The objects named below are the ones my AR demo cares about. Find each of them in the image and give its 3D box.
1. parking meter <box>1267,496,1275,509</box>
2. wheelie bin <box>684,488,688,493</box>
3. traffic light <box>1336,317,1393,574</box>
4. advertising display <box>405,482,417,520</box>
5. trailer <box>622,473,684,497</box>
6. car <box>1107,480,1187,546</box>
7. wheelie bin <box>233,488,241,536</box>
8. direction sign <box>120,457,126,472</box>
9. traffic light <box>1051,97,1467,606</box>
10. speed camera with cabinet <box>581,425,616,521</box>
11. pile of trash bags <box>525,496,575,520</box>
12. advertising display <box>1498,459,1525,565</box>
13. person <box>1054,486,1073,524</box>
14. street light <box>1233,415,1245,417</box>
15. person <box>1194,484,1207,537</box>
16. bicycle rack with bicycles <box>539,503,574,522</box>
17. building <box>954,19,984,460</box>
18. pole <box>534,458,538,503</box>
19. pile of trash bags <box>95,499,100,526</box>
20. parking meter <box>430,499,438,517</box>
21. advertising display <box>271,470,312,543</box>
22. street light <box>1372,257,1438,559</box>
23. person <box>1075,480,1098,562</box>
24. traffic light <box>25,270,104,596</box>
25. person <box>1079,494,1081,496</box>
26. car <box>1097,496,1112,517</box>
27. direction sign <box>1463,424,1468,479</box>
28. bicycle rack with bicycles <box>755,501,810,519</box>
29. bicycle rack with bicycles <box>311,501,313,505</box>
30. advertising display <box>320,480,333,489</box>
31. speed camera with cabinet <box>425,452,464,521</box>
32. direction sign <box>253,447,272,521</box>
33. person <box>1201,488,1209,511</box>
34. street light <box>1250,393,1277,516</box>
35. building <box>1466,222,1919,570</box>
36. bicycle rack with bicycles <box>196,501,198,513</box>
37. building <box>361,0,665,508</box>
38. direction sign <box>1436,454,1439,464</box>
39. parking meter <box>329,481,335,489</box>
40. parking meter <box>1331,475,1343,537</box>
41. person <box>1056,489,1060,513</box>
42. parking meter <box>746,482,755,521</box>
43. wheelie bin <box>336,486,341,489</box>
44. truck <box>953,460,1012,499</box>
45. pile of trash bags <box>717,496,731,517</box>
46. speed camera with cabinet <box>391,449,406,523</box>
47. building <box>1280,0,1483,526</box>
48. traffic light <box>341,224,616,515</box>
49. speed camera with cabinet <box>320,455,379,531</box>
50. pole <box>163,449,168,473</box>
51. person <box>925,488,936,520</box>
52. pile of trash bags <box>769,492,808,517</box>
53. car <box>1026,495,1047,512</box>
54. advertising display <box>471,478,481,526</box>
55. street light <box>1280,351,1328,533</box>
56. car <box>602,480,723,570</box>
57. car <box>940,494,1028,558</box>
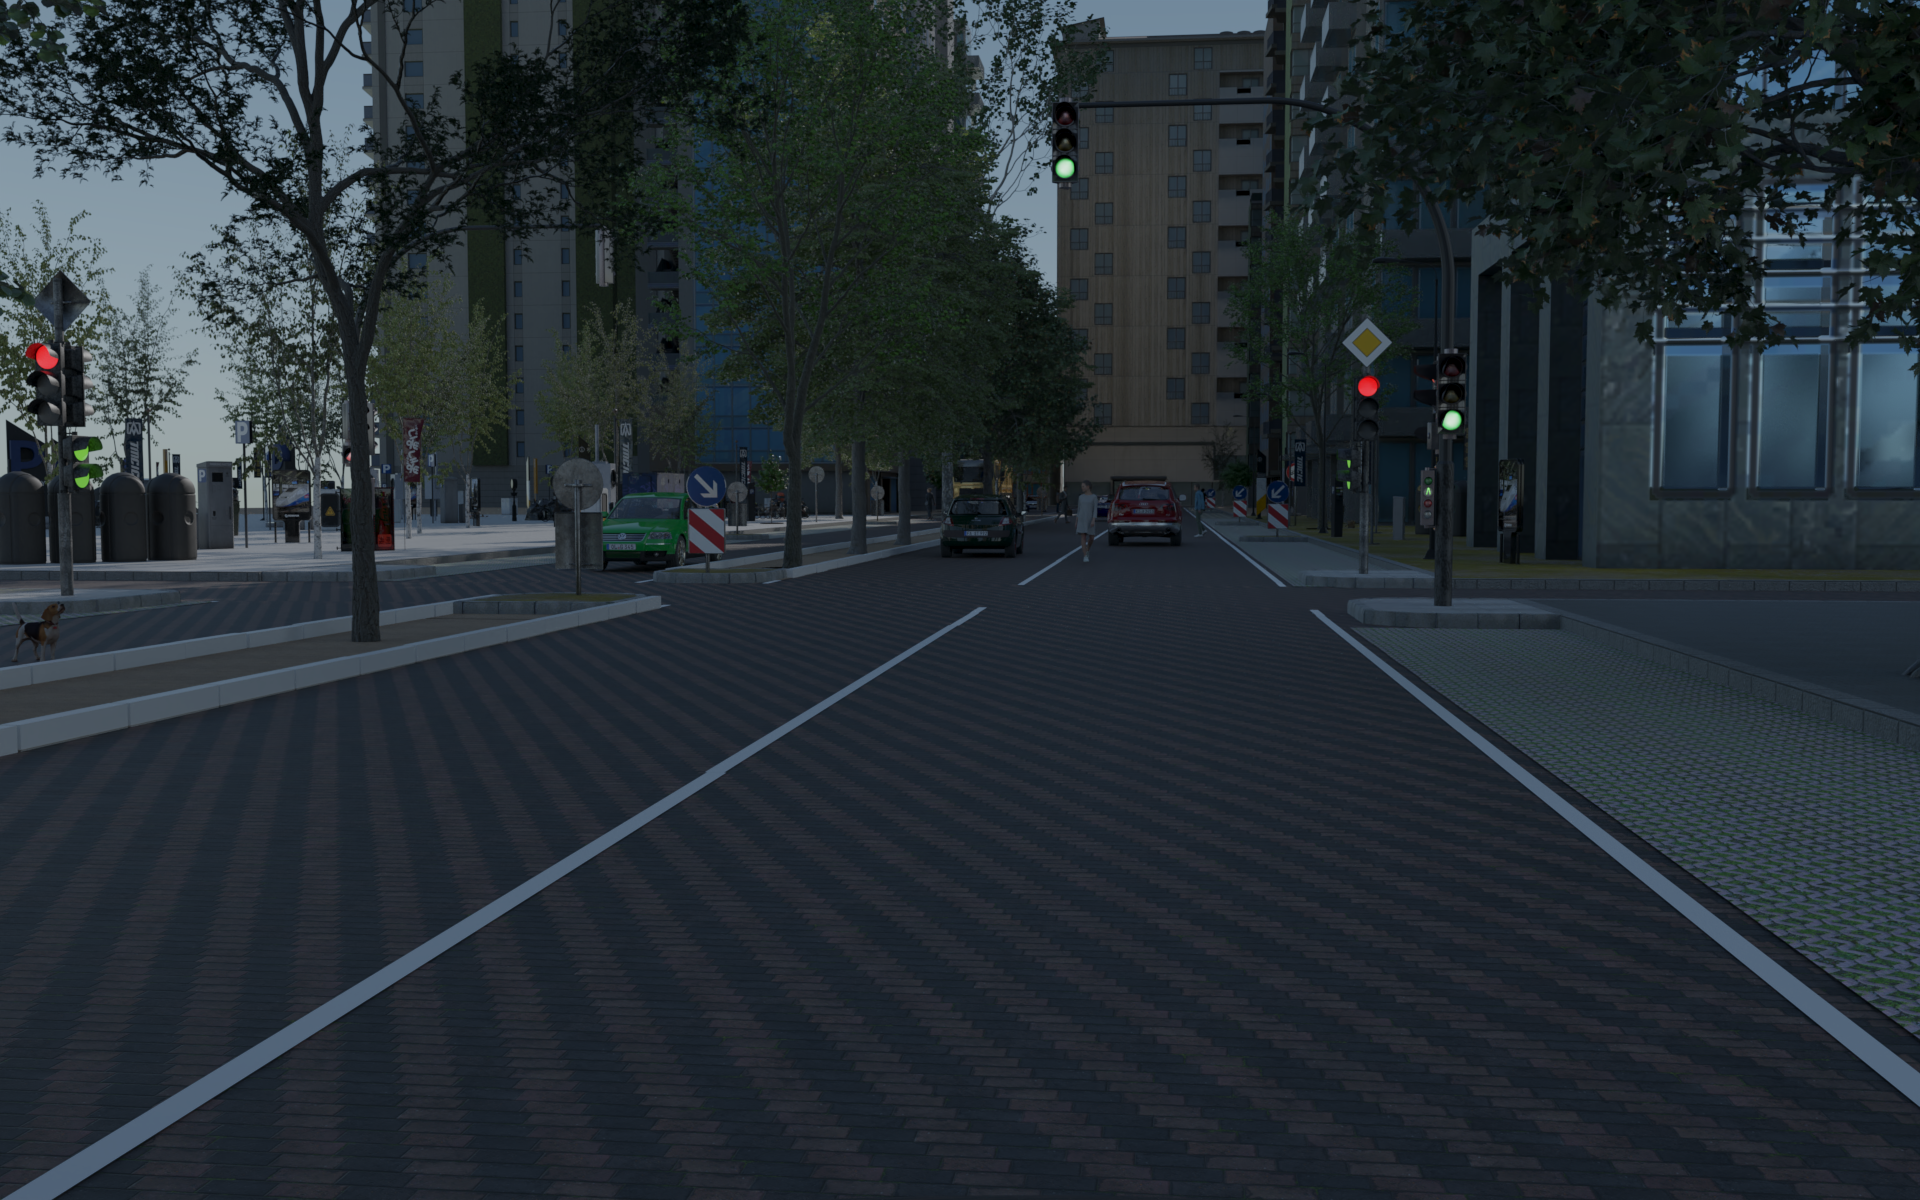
[{"bbox_3d":[15.156,-4.644,84.332,0.372,1.533,0.369,0,3,0],"label":"parking meter"},{"bbox_3d":[-13.877,-4.796,86.329,0.980,1.594,0.693,2,4,27],"label":"wheelie bin"},{"bbox_3d":[6.468,-2.374,27.730,0.839,4.253,0.868,0,4,7],"label":"traffic light"},{"bbox_3d":[-27.181,-4.914,85.555,0.123,1.923,0.974,1,4,18],"label":"advertising display"},{"bbox_3d":[-8.472,-2.445,47.030,1.471,1.999,3.904,0,4,7],"label":"trailer"},{"bbox_3d":[5.325,-2.499,49.525,2.281,1.827,5.304,0,4,8],"label":"car"},{"bbox_3d":[-22.583,-2.779,53.351,0.980,1.594,0.693,3,5,45],"label":"wheelie bin"},{"bbox_3d":[-51.589,-7.026,106.870,0.876,3.537,0.379,3,5,41],"label":"direction sign"},{"bbox_3d":[3.435,-2.767,19.907,4.771,5.953,1.251,0,4,7],"label":"traffic light"},{"bbox_3d":[-10.162,-3.326,48.716,0.660,3.252,2.038,0,4,1],"label":"speed camera with cabinet"},{"bbox_3d":[-19.841,-4.629,85.435,1.912,1.369,3.447,1,4,21],"label":"pile of trash bags"},{"bbox_3d":[10.143,-1.633,31.908,0.123,1.923,0.974,0,4,-3],"label":"advertising display"},{"bbox_3d":[5.026,-4.635,84.243,0.822,1.834,0.622,1,4,21],"label":"person"},{"bbox_3d":[16.707,-7.899,101.684,1.470,5.913,1.316,0,4,7],"label":"street light"},{"bbox_3d":[8.037,-3.005,57.977,0.444,1.785,0.601,2,4,31],"label":"person"},{"bbox_3d":[-18.032,-4.097,80.366,2.925,0.926,2.852,-1,4,-21],"label":"bicycle rack with bicycles"},{"bbox_3d":[-13.285,-33.533,167.871,30.456,49.044,23.786,0,4,7],"label":"building"},{"bbox_3d":[-24.263,-6.436,99.074,0.158,3.312,0.155,0,3,0],"label":"pole"},{"bbox_3d":[-35.356,-3.653,69.476,1.912,1.369,3.447,1,4,21],"label":"pile of trash bags"},{"bbox_3d":[-30.122,-5.709,99.055,0.399,1.863,0.255,0,4,2],"label":"parking meter"},{"bbox_3d":[-17.614,-2.474,45.659,0.974,1.923,0.123,-1,4,-9],"label":"advertising display"},{"bbox_3d":[8.765,-3.760,34.017,1.470,5.913,1.316,0,4,7],"label":"street light"},{"bbox_3d":[2.685,-1.693,36.930,0.466,1.731,0.760,0,4,-6],"label":"person"},{"bbox_3d":[-11.272,-2.010,21.778,0.839,4.253,0.868,0,4,7],"label":"traffic light"},{"bbox_3d":[10.117,-8.166,145.278,0.557,1.426,1.065,1,4,17],"label":"person"},{"bbox_3d":[7.592,-4.892,92.558,1.945,1.354,3.894,0,4,8],"label":"car"},{"bbox_3d":[16.569,-3.941,56.435,0.379,3.537,0.876,3,4,37],"label":"direction sign"},{"bbox_3d":[-9.507,-4.628,89.051,2.925,0.926,2.852,1,4,22],"label":"bicycle rack with bicycles"},{"bbox_3d":[-33.234,-4.745,90.966,2.925,0.926,2.852,1,4,11],"label":"bicycle rack with bicycles"},{"bbox_3d":[-30.140,-4.706,82.160,0.974,1.923,0.123,0,4,-6],"label":"advertising display"},{"bbox_3d":[-24.605,-5.399,82.608,0.660,3.252,2.038,2,4,26],"label":"speed camera with cabinet"},{"bbox_3d":[-33.652,-5.604,83.626,0.876,3.537,0.379,0,4,4],"label":"direction sign"},{"bbox_3d":[18.604,-7.603,132.439,1.348,1.869,0.705,3,4,37],"label":"person"},{"bbox_3d":[14.151,-6.524,79.208,1.470,5.913,1.316,0,4,7],"label":"street light"},{"bbox_3d":[27.663,-44.267,36.429,31.000,86.520,22.319,0,4,7],"label":"building"},{"bbox_3d":[-37.835,-4.452,86.173,2.852,0.926,2.925,-3,4,-36],"label":"bicycle rack with bicycles"},{"bbox_3d":[-42.971,-38.552,172.330,28.212,58.520,21.231,0,4,7],"label":"building"},{"bbox_3d":[15.607,-3.940,56.419,0.379,3.537,0.876,-1,4,-14],"label":"direction sign"},{"bbox_3d":[-28.041,-4.383,77.380,0.255,1.863,0.399,-1,4,-17],"label":"parking meter"},{"bbox_3d":[11.246,-2.809,51.638,0.255,1.863,0.399,0,4,-6],"label":"parking meter"},{"bbox_3d":[7.547,-7.600,132.846,0.705,1.814,1.350,0,4,-1],"label":"person"},{"bbox_3d":[-9.839,-4.629,81.388,0.399,1.863,0.255,-2,4,-28],"label":"parking meter"},{"bbox_3d":[-24.039,-3.614,66.996,0.693,1.594,0.980,-1,4,-10],"label":"wheelie bin"},{"bbox_3d":[1.242,-6.331,99.432,3.469,3.379,9.791,0,4,8],"label":"truck"},{"bbox_3d":[-13.470,-5.304,96.480,1.912,1.369,3.447,0,4,-1],"label":"pile of trash bags"},{"bbox_3d":[-25.261,-5.077,77.348,0.660,3.252,2.038,-2,4,-34],"label":"speed camera with cabinet"},{"bbox_3d":[27.607,-28.155,79.935,23.786,49.044,30.456,0,4,7],"label":"building"},{"bbox_3d":[-8.239,-3.353,29.495,4.771,5.953,1.251,0,4,7],"label":"traffic light"},{"bbox_3d":[-21.503,-4.066,60.821,2.038,3.252,0.660,-1,4,-10],"label":"speed camera with cabinet"},{"bbox_3d":[-35.928,-5.170,78.379,0.158,3.312,0.155,0,3,0],"label":"pole"},{"bbox_3d":[-1.664,-5.429,97.690,0.534,1.772,0.576,2,4,27],"label":"person"},{"bbox_3d":[-9.704,-5.316,96.666,1.912,1.369,3.447,-1,4,-20],"label":"pile of trash bags"},{"bbox_3d":[6.024,-7.744,139.198,1.945,1.354,3.894,0,4,7],"label":"car"},{"bbox_3d":[-19.334,-3.913,69.198,0.123,1.923,0.974,-2,4,-30],"label":"advertising display"},{"bbox_3d":[11.341,-5.134,56.490,1.470,5.913,1.316,0,4,7],"label":"street light"},{"bbox_3d":[-5.893,-1.527,33.765,1.959,1.807,4.718,0,4,7],"label":"car"},{"bbox_3d":[0.551,-1.875,40.436,2.009,1.686,4.222,0,4,6],"label":"car"}]
